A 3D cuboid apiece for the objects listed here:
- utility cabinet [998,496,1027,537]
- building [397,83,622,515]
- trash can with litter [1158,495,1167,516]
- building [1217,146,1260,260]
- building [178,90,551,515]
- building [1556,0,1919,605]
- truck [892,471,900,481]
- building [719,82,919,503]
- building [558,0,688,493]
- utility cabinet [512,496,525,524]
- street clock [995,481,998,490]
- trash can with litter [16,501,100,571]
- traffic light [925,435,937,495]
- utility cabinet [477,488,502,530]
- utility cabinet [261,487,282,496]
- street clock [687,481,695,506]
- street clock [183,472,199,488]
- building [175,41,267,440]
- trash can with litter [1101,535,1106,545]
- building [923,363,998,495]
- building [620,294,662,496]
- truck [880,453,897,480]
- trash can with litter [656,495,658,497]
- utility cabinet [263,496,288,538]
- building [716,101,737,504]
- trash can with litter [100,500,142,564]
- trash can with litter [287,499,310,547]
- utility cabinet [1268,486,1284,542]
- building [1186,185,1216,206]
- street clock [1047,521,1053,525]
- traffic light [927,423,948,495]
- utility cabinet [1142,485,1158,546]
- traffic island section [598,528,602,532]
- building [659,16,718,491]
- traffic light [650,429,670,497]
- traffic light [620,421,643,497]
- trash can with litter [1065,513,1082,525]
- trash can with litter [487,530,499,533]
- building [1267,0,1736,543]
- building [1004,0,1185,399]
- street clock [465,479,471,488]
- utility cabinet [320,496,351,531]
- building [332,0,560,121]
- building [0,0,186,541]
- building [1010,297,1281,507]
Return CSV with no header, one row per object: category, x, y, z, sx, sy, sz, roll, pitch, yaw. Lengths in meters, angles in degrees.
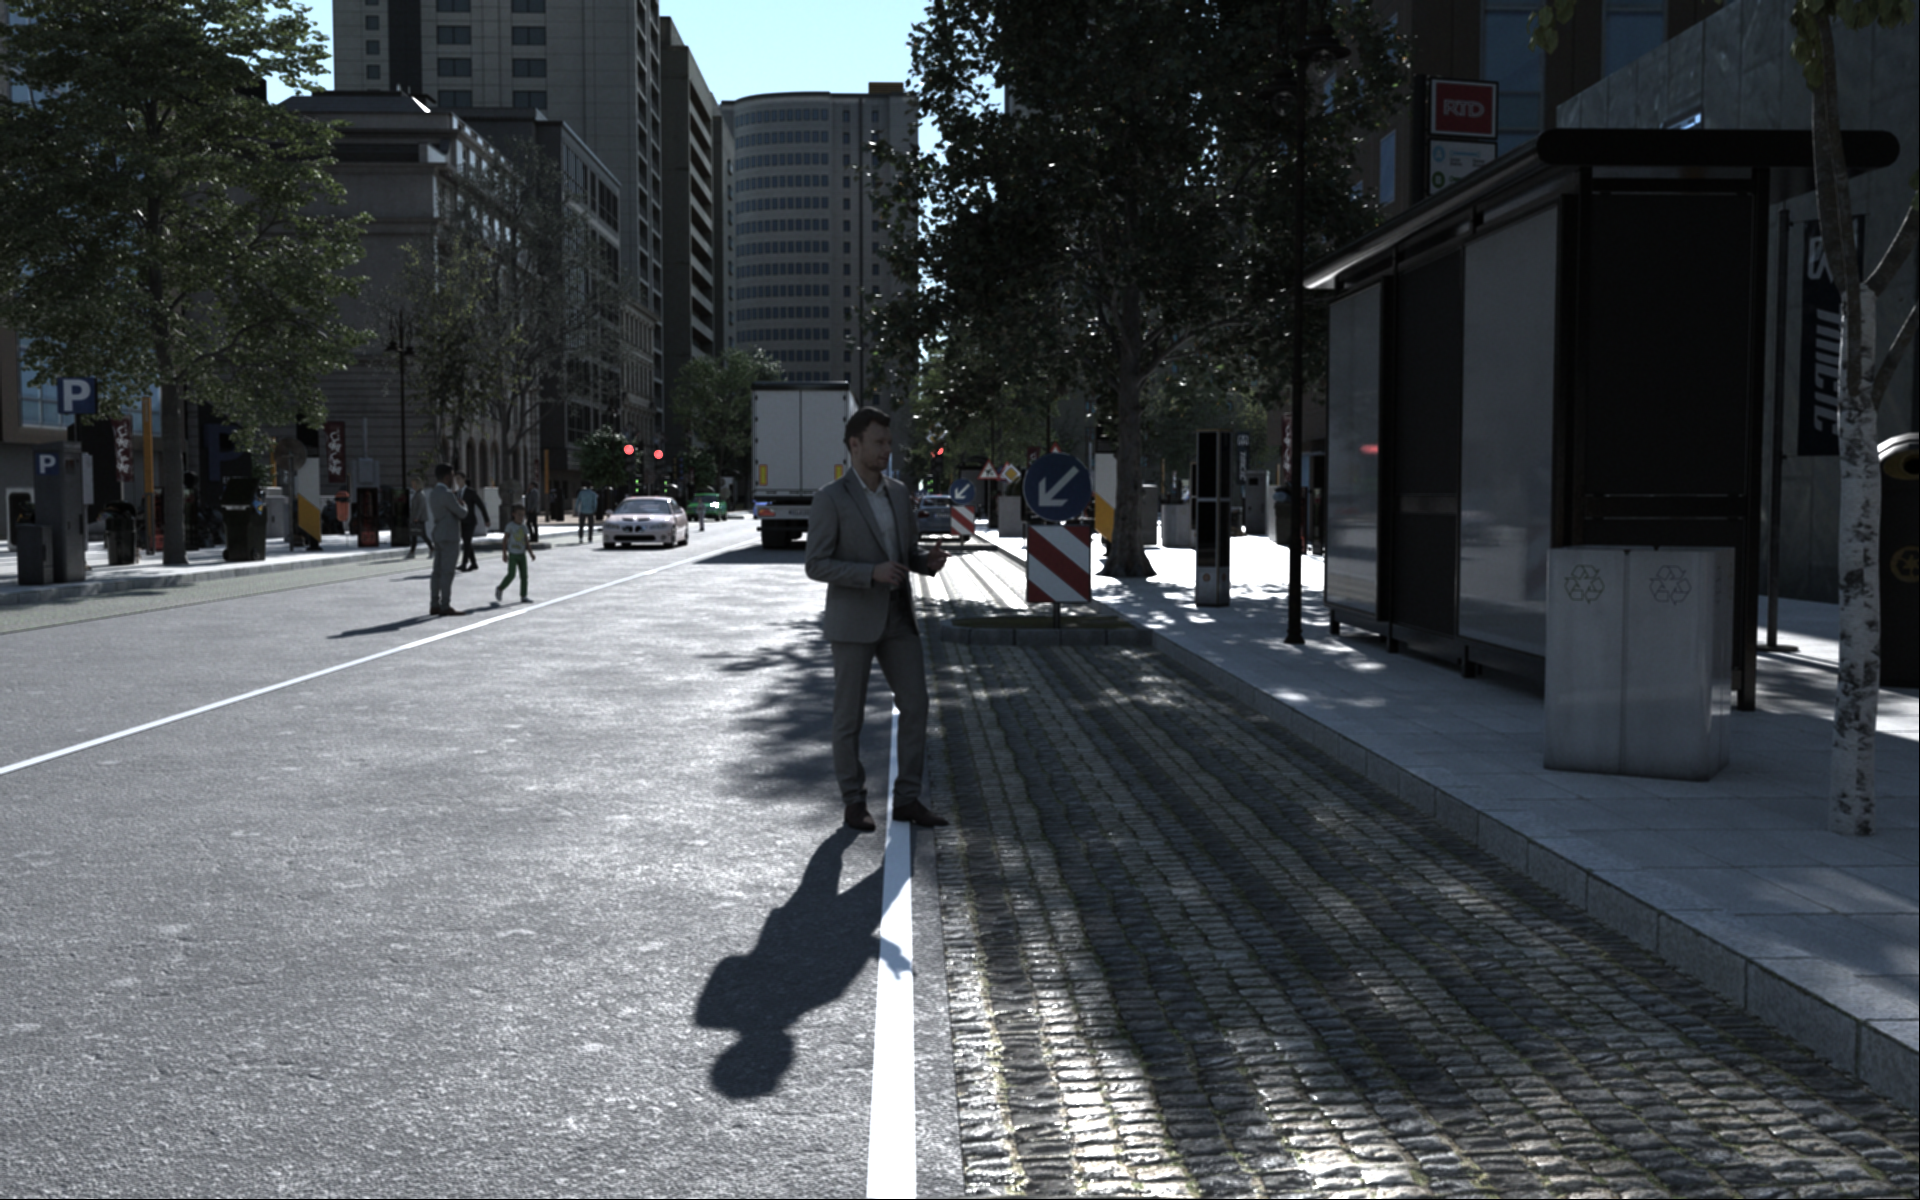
utility cabinet,1.661,-2.509,52.181,1.020,1.237,0.306,0,4,4
building,-31.717,-19.783,116.955,14.314,27.812,24.014,0,4,-2
trash can with litter,11.710,-5.565,102.048,1.678,1.210,2.233,3,5,43
building,43.232,-35.837,209.644,21.600,48.544,21.300,0,4,-2
building,-31.040,-15.373,93.154,13.314,21.916,24.055,0,4,-2
building,21.558,-42.741,11.492,22.319,86.520,31.000,0,4,-2
truck,-7.838,-12.509,194.276,2.967,4.110,18.799,0,4,-2
building,-20.053,-43.343,250.650,28.212,58.520,21.231,0,4,-2
building,-36.065,-44.049,158.450,20.563,71.187,20.611,0,4,-2
utility cabinet,-16.385,-3.178,63.121,1.020,1.237,0.306,0,4,8
street clock,2.061,-5.210,89.759,0.471,2.002,0.358,-1,4,-14
trash can with litter,-14.467,-0.996,27.676,1.055,1.170,0.624,0,4,-7
traffic light,-1.108,-5.263,74.968,0.839,4.253,0.868,0,4,-2
utility cabinet,-16.432,-3.178,60.647,0.318,1.500,1.173,1,4,21
utility cabinet,-21.513,-2.775,54.045,0.318,1.500,1.173,0,4,1
street clock,-15.456,-5.803,99.452,0.358,2.002,0.471,2,4,27
street clock,-25.167,-3.188,56.687,0.471,2.002,0.358,1,4,16
building,-44.802,-15.737,86.986,15.834,23.373,12.332,0,4,-2
trash can with litter,3.988,-1.969,43.576,1.055,1.170,0.624,-1,4,-12
building,9.089,-25.149,256.229,28.899,21.520,27.650,0,4,-2
building,-30.470,-16.774,138.880,10.561,19.102,19.286,0,4,-2
truck,-4.846,-6.229,91.597,2.967,4.110,18.799,0,4,-2
trash can with litter,-21.063,-6.651,119.799,1.678,1.210,2.233,-1,4,-17
utility cabinet,-20.218,-2.404,50.462,1.020,1.237,0.306,-1,4,-21
building,-38.209,-35.608,205.887,21.600,48.544,21.300,0,4,-2
trash can with litter,-15.331,-1.239,31.644,0.624,1.170,1.055,-1,4,-16
trash can with litter,-16.213,-1.912,42.645,0.624,1.170,1.055,-1,4,-15
utility cabinet,8.453,-2.278,45.917,0.318,1.500,1.173,0,4,-1
building,31.522,-36.657,249.450,14.200,45.320,14.600,0,4,-2
street clock,1.855,-1.868,35.109,0.471,2.002,0.358,1,4,12
traffic light,-0.851,-4.775,66.987,0.839,4.253,0.868,0,4,-2
utility cabinet,4.295,-2.041,42.049,1.173,1.500,0.318,-3,5,-39
traffic island section,-12.696,-2.718,66.726,2.009,0.180,2.903,0,4,-2
building,-37.522,-34.057,180.536,21.300,48.544,21.600,0,4,-2
traffic light,-12.913,-5.239,74.574,0.839,4.253,0.868,0,4,-2
traffic light,-12.656,-4.751,66.593,0.839,4.253,0.868,0,4,-2
trash can with litter,3.826,-2.687,55.313,1.055,1.170,0.624,3,5,41
trash can with litter,-15.700,-2.791,56.686,2.233,1.210,1.678,-1,4,-14
building,16.196,-24.038,43.136,14.600,45.320,14.200,0,4,-2
building,15.649,-40.466,203.617,21.231,58.520,28.212,0,4,-2
street clock,-23.461,-4.773,82.615,0.358,2.002,0.471,-1,4,-13
utility cabinet,-21.429,-2.948,59.368,1.020,1.237,0.306,-3,4,-35
building,-60.239,-46.911,205.238,20.611,71.187,20.563,0,4,-2
building,-33.268,-24.501,50.704,14.200,45.320,14.600,0,4,-2
building,19.614,-20.263,176.342,27.650,21.520,28.899,0,4,-2
